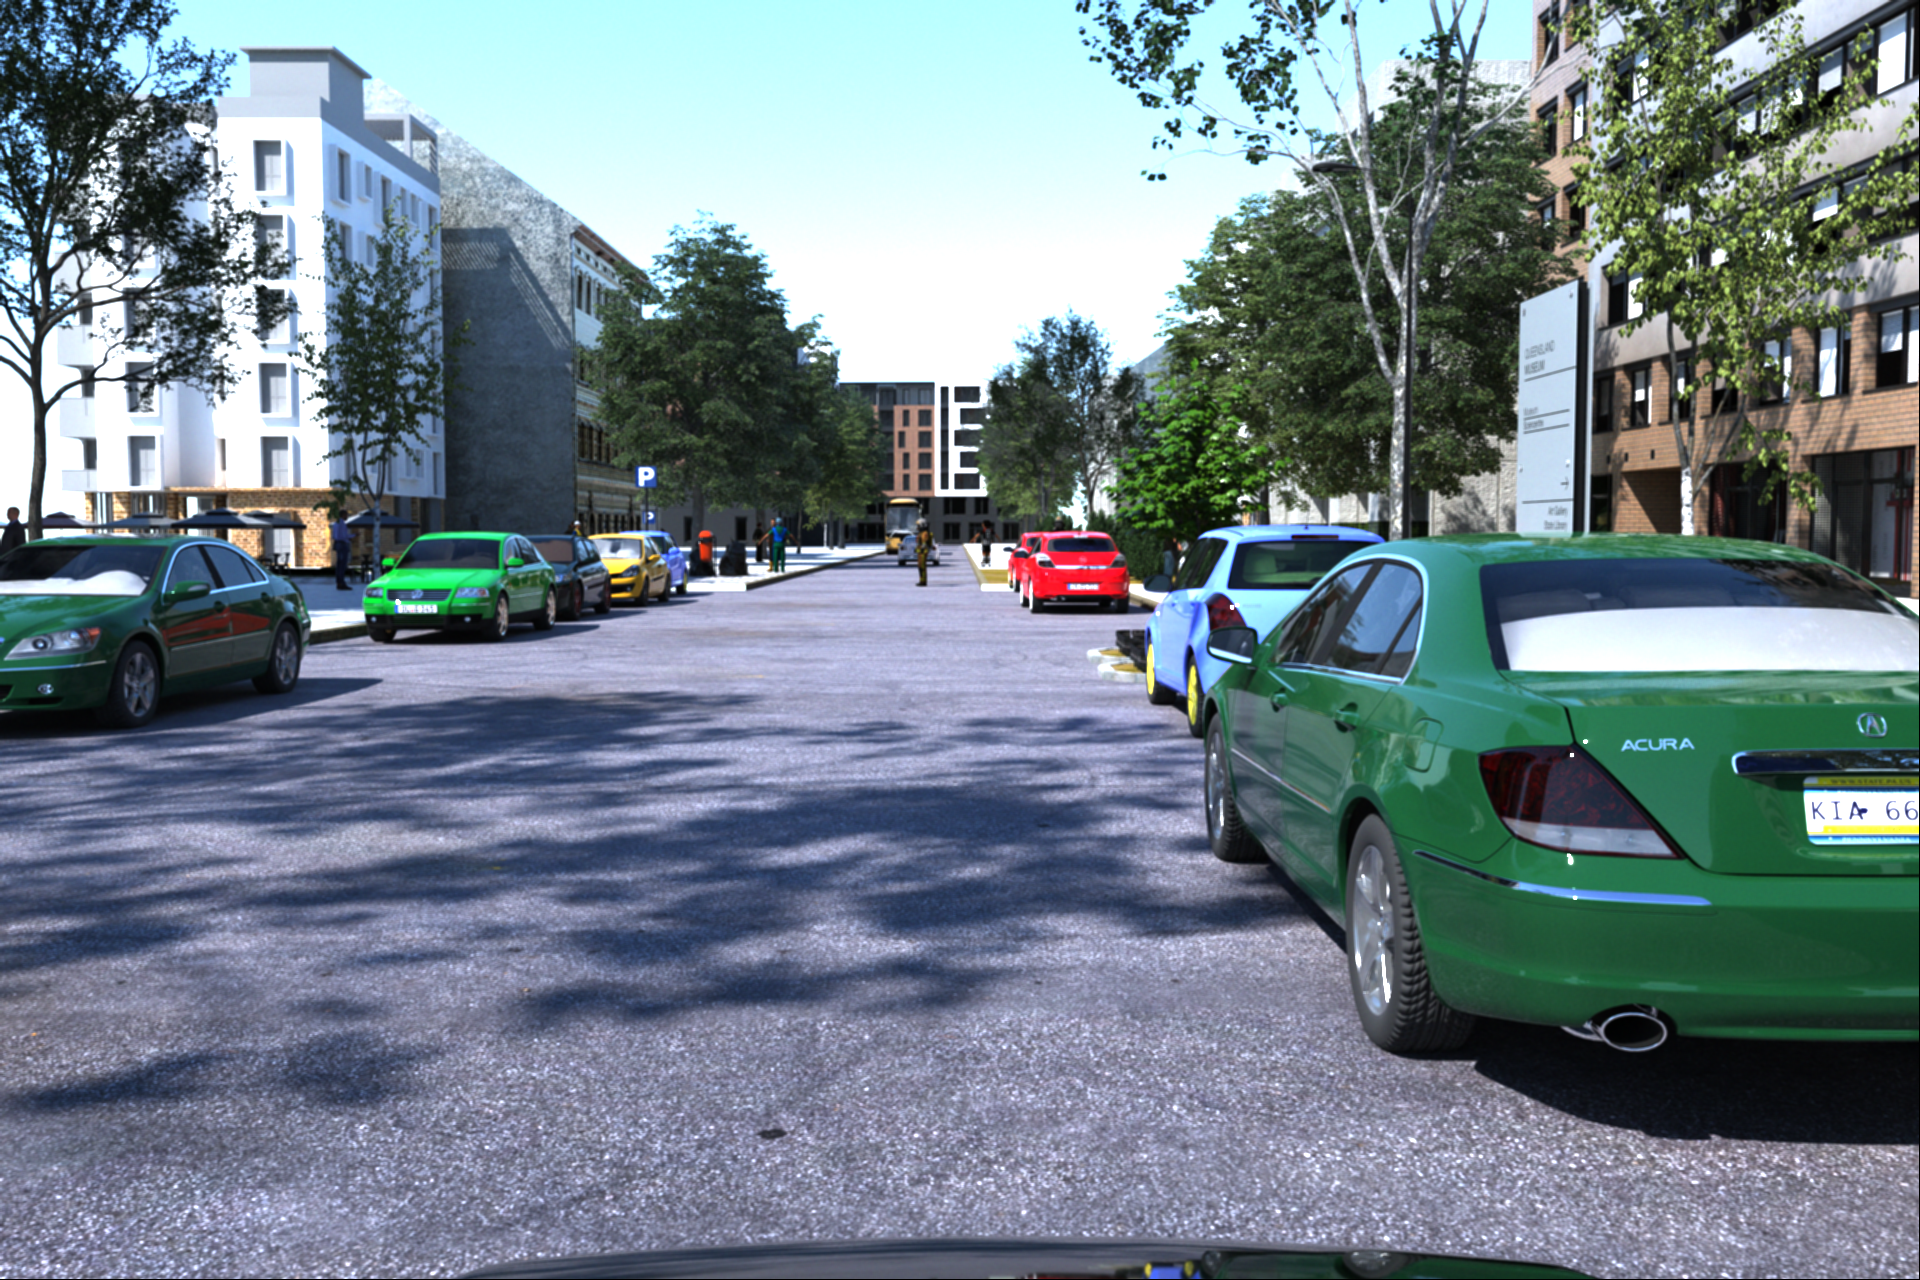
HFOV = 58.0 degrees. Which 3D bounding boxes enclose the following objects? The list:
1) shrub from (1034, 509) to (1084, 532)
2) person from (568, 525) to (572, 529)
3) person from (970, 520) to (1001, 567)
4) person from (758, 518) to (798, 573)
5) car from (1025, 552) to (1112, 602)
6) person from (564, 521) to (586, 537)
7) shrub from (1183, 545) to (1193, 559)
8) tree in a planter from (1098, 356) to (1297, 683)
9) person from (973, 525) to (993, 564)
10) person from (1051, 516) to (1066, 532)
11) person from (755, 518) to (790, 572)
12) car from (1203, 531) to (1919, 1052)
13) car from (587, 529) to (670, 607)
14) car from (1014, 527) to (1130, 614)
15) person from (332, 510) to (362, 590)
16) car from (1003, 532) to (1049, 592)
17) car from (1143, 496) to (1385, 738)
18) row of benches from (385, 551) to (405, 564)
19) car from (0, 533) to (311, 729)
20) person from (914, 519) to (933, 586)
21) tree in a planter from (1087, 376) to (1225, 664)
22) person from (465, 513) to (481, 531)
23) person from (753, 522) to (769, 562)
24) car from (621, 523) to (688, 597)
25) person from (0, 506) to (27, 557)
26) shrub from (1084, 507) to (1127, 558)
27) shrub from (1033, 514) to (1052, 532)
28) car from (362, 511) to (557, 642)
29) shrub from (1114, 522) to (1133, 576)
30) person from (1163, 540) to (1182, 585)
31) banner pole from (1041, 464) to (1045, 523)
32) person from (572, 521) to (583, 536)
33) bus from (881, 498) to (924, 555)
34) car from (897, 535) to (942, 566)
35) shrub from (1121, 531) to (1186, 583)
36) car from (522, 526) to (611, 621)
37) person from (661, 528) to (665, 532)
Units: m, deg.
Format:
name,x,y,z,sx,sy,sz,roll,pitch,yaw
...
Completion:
name,x,y,z,sx,sy,sz,roll,pitch,yaw
shrub,3.039,-2.987,52.872,1.661,2.075,1.752,0,3,0
person,-18.896,-4.699,83.635,0.721,1.733,1.217,-1,4,-9
person,1.024,-3.743,67.341,1.345,1.843,0.704,-2,4,-24
person,-5.994,-3.128,57.272,1.347,1.817,0.704,-1,4,-17
car,2.329,-1.709,37.729,2.009,1.686,4.222,0,4,-1
person,-15.537,-3.877,69.615,1.346,1.802,0.704,-1,4,-21
shrub,8.478,-3.126,62.231,1.383,1.207,1.383,0,3,0
tree in a planter,2.409,-1.234,17.398,1.991,3.239,1.994,0,4,1
person,1.046,-4.151,74.141,0.705,1.796,1.348,3,4,36
person,2.331,-1.995,40.857,1.354,1.856,0.705,1,4,15
person,-6.348,-3.233,58.995,1.346,1.812,0.704,2,4,24
car,2.039,0.341,6.228,2.131,1.459,4.920,0,4,-1
car,-7.011,-1.531,35.255,2.015,1.641,3.980,0,3,0
car,2.116,-1.449,32.734,2.155,1.783,4.494,0,4,-1
person,-14.090,-2.076,39.852,0.599,1.838,0.709,-3,5,-42
car,2.190,-2.150,44.189,2.155,1.783,4.494,0,4,-1
car,2.442,-0.239,13.496,1.945,1.707,3.694,0,4,-1
row of benches,-18.985,-2.949,63.678,4.104,0.672,1.422,0,4,-2
car,-6.968,-0.151,14.260,2.131,1.459,4.920,0,3,0
person,-1.061,-2.409,47.605,0.705,1.858,1.354,-1,4,-9
tree in a planter,2.460,-1.369,19.601,1.991,3.239,1.994,0,4,1
person,-12.370,-2.330,44.228,1.348,1.813,0.705,3,5,42
person,-9.098,-4.437,78.727,0.705,1.806,1.347,-3,4,-37
car,-7.355,-1.855,39.921,1.945,1.707,3.694,0,4,0
person,-16.329,-1.421,29.831,0.990,1.755,0.434,3,5,41
shrub,3.880,-2.674,48.145,1.690,2.028,1.600,0,3,0
shrub,3.109,-3.402,60.045,1.690,2.028,1.600,0,3,0
car,-6.977,-0.960,24.490,1.959,1.807,4.718,0,4,0
shrub,5.154,-2.963,52.481,1.661,2.075,1.752,0,3,0
person,4.834,-2.049,39.713,0.705,1.803,1.348,0,4,-6
banner pole,2.969,-4.402,61.991,0.401,3.779,0.863,0,3,0
person,-14.468,-3.639,65.968,0.721,1.772,1.216,1,4,14
bus,-3.912,-8.057,123.280,2.896,3.916,12.252,0,4,0
car,-1.879,-4.121,79.739,2.083,1.381,4.827,0,4,0
shrub,5.036,-2.483,45.014,1.690,2.028,1.600,0,3,0
car,-7.178,-1.228,29.864,2.009,1.686,4.222,0,4,0
person,-8.706,-2.612,49.433,1.216,1.740,0.721,-2,4,-35
